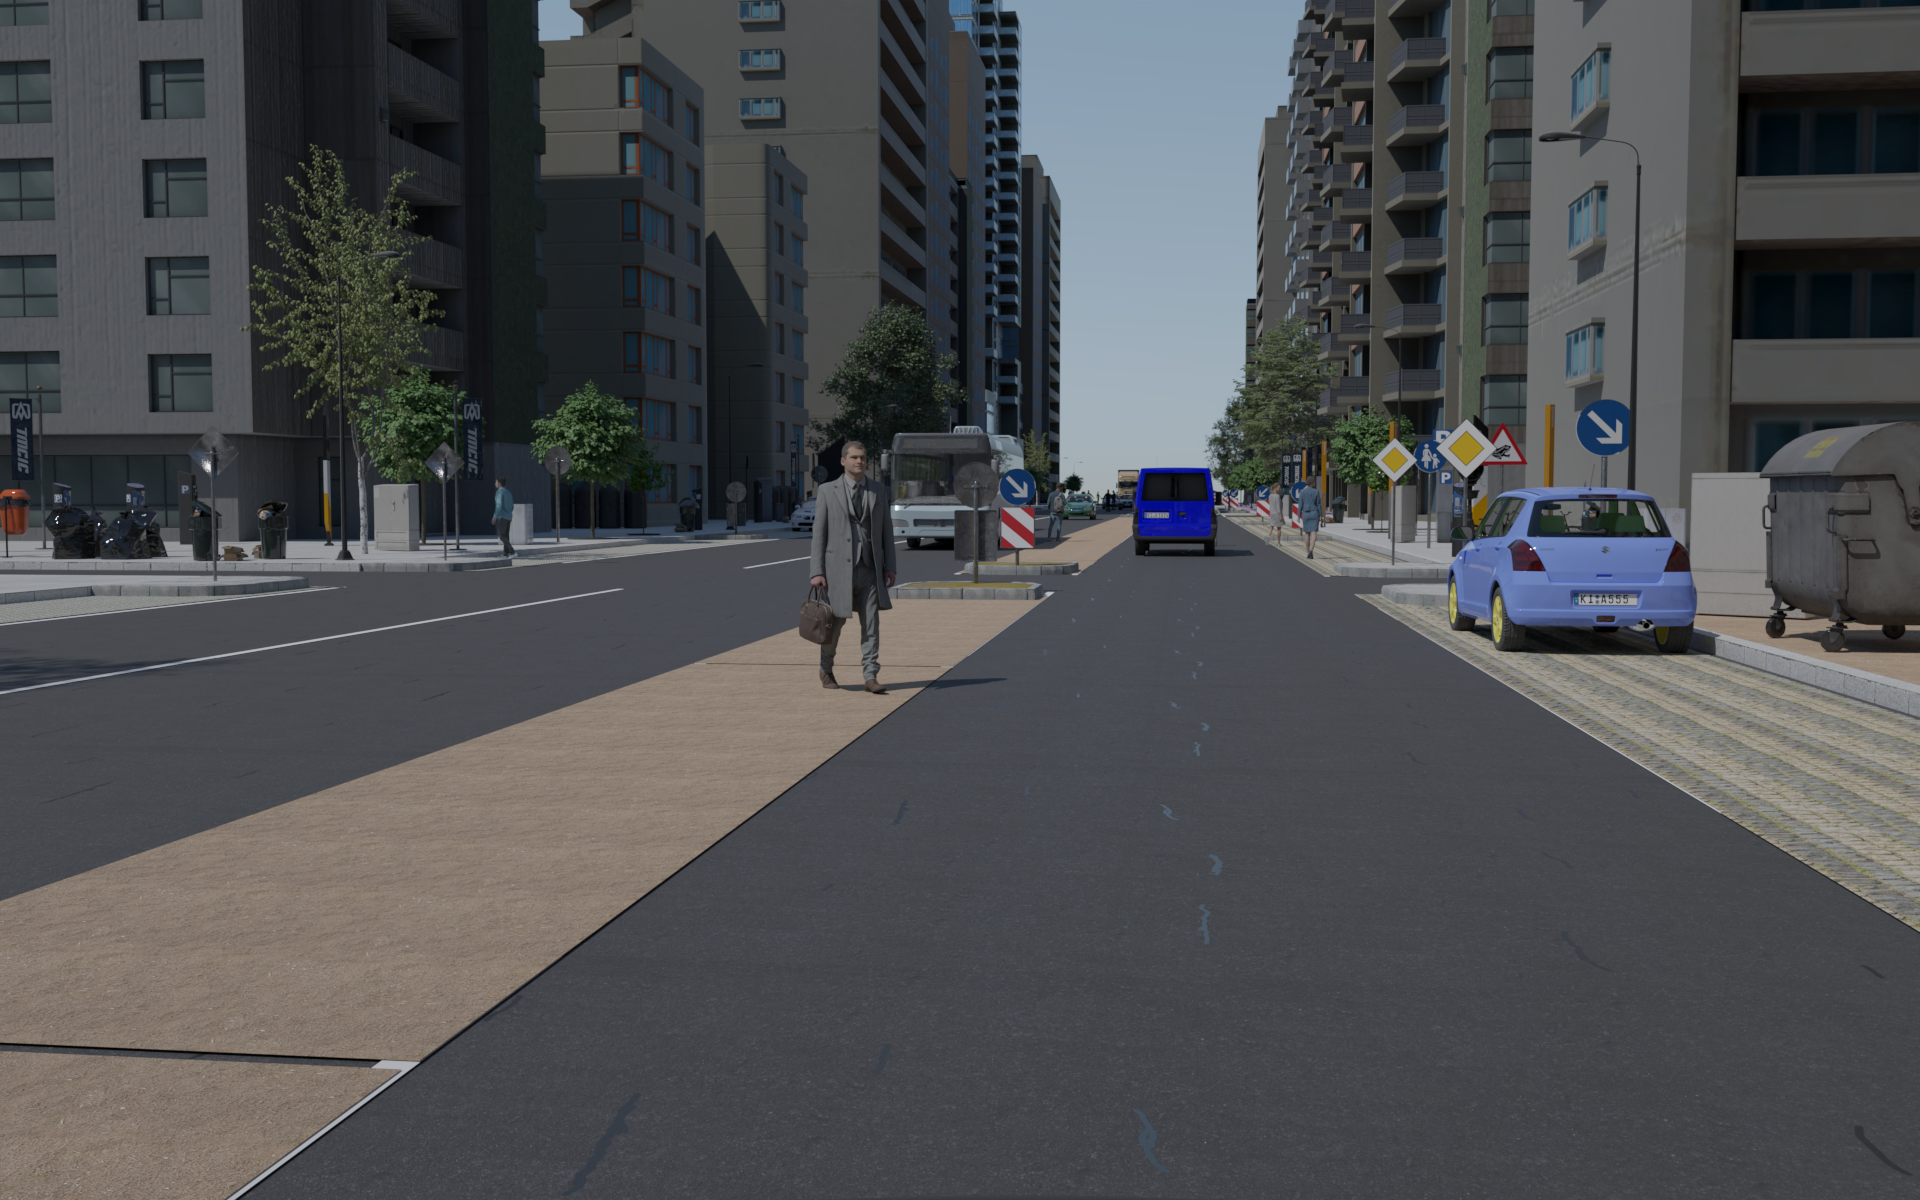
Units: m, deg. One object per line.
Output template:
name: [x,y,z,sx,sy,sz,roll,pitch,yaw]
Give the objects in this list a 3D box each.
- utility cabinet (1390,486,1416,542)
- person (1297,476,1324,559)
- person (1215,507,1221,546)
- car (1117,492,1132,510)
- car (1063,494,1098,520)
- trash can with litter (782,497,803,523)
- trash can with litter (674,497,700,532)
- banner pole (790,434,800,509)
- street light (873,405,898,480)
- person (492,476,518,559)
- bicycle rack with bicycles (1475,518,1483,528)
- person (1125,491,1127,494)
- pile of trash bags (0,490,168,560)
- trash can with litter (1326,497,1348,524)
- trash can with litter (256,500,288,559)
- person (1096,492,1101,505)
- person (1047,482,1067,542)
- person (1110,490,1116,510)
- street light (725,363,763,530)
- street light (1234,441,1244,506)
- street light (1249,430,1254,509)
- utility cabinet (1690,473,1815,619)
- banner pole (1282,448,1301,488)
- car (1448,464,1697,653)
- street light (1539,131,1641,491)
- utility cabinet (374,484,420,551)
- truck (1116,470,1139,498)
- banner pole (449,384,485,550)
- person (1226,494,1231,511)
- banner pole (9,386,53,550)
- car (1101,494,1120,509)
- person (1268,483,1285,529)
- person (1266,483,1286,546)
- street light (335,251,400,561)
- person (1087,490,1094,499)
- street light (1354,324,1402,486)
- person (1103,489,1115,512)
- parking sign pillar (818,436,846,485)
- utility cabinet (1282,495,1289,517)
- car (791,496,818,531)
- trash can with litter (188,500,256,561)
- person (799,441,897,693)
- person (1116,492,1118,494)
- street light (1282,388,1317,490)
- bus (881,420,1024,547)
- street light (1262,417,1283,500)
utility cabinet: [11.719,-2.272,45.822,0.318,1.500,1.173,2,4,32]
person: [7.662,-1.801,37.972,0.581,1.822,0.654,2,4,25]
person: [6.951,-2.128,47.569,0.425,1.301,0.394,0,4,7]
car: [15.225,-8.969,156.431,2.009,1.686,4.222,1,4,9]
car: [6.682,-5.224,97.209,2.131,1.459,4.920,0,4,7]
trash can with litter: [-7.416,-3.988,76.583,1.055,1.170,0.624,0,4,-6]
trash can with litter: [-9.215,-2.869,58.298,0.624,1.170,1.055,1,4,11]
banner pole: [-6.843,-5.023,72.149,0.401,3.779,0.863,2,4,25]
street light: [-3.932,-7.194,90.168,1.470,5.913,1.316,0,4,7]
person: [-9.916,-1.792,37.816,0.620,1.820,0.660,0,4,8]
bicycle rack with bicycles: [12.193,-1.450,37.091,2.925,0.926,2.852,-1,4,-10]
person: [17.526,-10.591,182.215,0.434,1.755,0.990,-1,4,-10]
pile of trash bags: [-17.722,-1.531,34.784,3.447,1.369,1.912,1,4,9]
trash can with litter: [16.354,-3.915,75.404,1.055,1.170,0.624,-3,4,-38]
trash can with litter: [-13.713,-1.396,34.218,1.055,1.170,0.624,3,5,45]
person: [18.235,-13.375,227.703,0.721,1.766,1.217,2,4,33]
person: [2.908,-2.634,51.912,0.623,1.781,0.721,1,4,14]
person: [13.533,-8.857,153.754,0.568,1.767,0.683,2,4,25]
street light: [-7.686,-5.457,61.765,1.470,5.913,1.316,0,4,7]
street light: [25.200,-11.024,152.788,1.470,5.913,1.316,0,4,7]
street light: [21.483,-9.261,123.961,1.470,5.913,1.316,0,4,7]
utility cabinet: [8.254,-0.572,18.026,1.173,1.500,0.318,3,5,43]
banner pole: [17.935,-6.377,94.283,0.863,3.779,0.401,0,4,-6]
car: [5.843,-0.446,16.890,1.945,1.707,3.694,0,4,6]
street light: [8.112,-3.043,22.287,1.470,5.913,1.316,0,4,7]
utility cabinet: [-12.705,-1.856,39.022,1.173,1.500,0.318,2,4,33]
truck: [19.560,-12.966,200.903,2.839,4.237,11.283,0,4,6]
banner pole: [-11.314,-3.039,39.698,0.863,3.779,0.401,-3,4,-36]
person: [21.761,-7.820,139.586,0.991,1.433,0.599,-3,5,-42]
banner pole: [-21.421,-3.053,39.927,0.863,3.779,0.401,-3,4,-39]
car: [14.613,-9.464,166.539,2.131,1.459,4.920,0,4,6]
person: [13.048,-3.877,71.244,0.474,1.900,0.648,-3,5,-42]
person: [8.563,-2.310,47.022,0.466,1.731,0.760,2,4,33]
street light: [-11.400,-3.720,33.357,1.470,5.913,1.316,0,4,7]
person: [12.358,-9.671,166.759,1.348,1.807,0.705,-1,4,-19]
street light: [11.459,-4.577,47.382,1.470,5.913,1.316,0,4,7]
person: [12.144,-8.148,141.735,1.348,1.821,0.705,-3,4,-36]
parking sign pillar: [-5.909,-5.611,80.218,1.447,3.967,1.447,1,4,13]
utility cabinet: [18.676,-5.356,98.726,0.306,1.237,1.020,-1,4,-8]
car: [-5.270,-3.364,67.361,2.083,1.381,4.827,0,4,8]
trash can with litter: [-14.215,-1.335,33.221,1.055,1.170,0.624,0,4,-3]
person: [-0.784,-0.239,12.510,0.694,1.812,0.767,-1,4,-21]
person: [20.971,-13.519,230.050,0.721,1.766,1.217,0,4,0]
street light: [15.066,-6.329,76.019,1.470,5.913,1.316,0,4,7]
bus: [0.096,-3.324,49.204,2.948,3.499,13.247,0,4,6]
street light: [18.971,-8.094,104.885,1.470,5.913,1.316,0,4,7]
